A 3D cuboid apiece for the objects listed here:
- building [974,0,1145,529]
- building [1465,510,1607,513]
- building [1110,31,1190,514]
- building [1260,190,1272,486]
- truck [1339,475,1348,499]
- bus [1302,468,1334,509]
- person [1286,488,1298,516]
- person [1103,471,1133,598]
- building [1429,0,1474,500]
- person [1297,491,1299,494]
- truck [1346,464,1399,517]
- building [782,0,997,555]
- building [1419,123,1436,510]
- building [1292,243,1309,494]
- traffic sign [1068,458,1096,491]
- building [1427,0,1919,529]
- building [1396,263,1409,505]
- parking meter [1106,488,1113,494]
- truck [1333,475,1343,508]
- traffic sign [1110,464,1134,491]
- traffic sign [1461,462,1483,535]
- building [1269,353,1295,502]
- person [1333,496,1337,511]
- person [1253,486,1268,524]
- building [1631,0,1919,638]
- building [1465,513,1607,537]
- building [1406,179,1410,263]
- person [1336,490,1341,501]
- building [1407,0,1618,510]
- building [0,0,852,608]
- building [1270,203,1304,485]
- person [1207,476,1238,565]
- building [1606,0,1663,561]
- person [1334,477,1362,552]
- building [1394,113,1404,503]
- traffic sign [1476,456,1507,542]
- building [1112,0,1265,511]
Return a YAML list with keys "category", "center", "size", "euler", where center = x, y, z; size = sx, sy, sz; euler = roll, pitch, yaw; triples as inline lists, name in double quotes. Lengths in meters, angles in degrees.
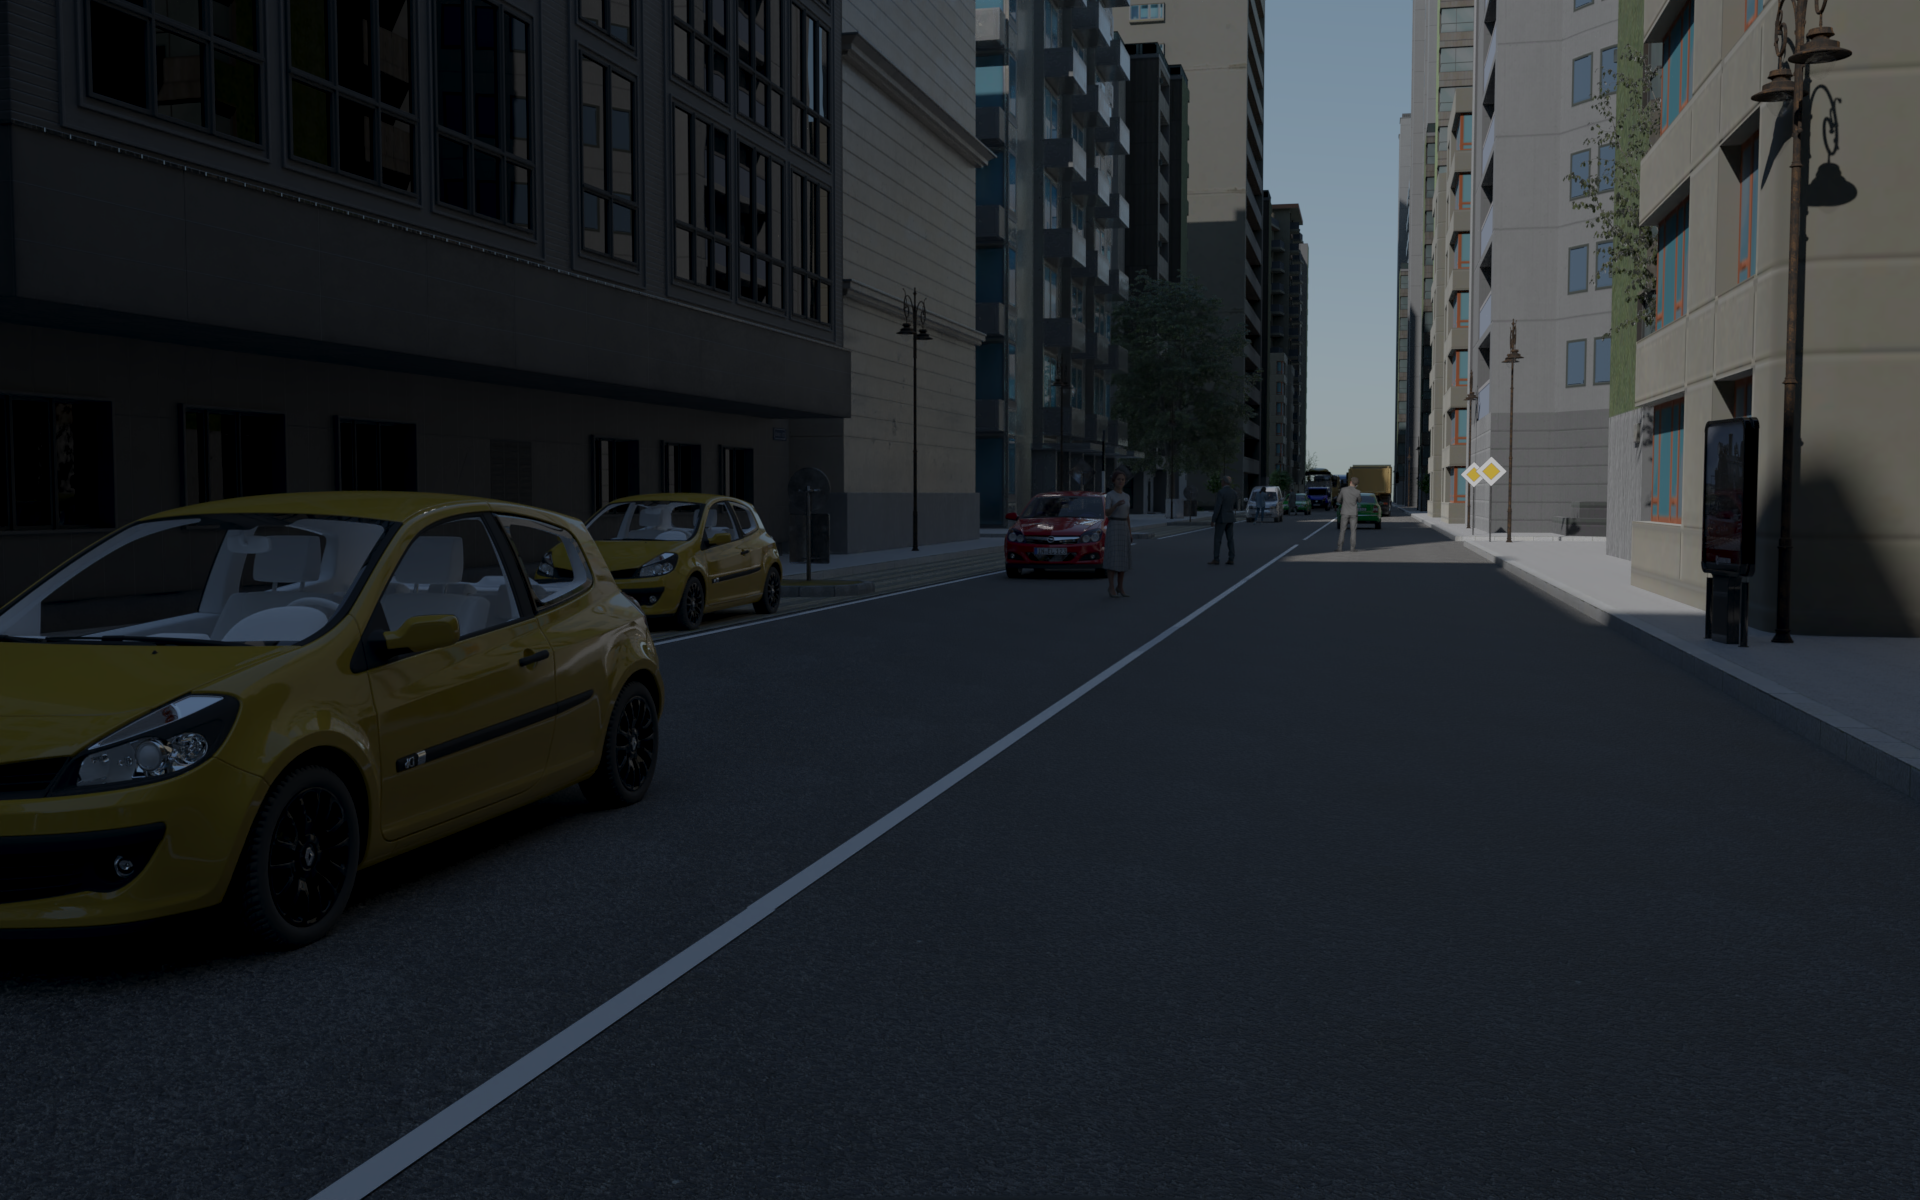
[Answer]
- category: "building"
  center: [-4.574, -27.980, 77.088]
  size: [23.786, 49.044, 30.456]
  euler: [1, 4, 13]
- category: "building"
  center: [52.264, -37.498, 155.098]
  size: [21.231, 58.520, 28.212]
  euler: [1, 4, 13]
- category: "building"
  center: [7.120, -20.867, 112.873]
  size: [14.160, 30.474, 14.107]
  euler: [1, 4, 13]
- category: "building"
  center: [21.083, -23.710, 159.360]
  size: [14.160, 30.474, 14.107]
  euler: [1, 4, 13]
- category: "truck"
  center: [53.614, -15.573, 244.374]
  size: [2.967, 4.110, 18.799]
  euler: [1, 4, 12]
- category: "bus"
  center: [34.478, -10.688, 166.291]
  size: [2.896, 3.916, 12.252]
  euler: [1, 4, 13]
- category: "person"
  center: [22.141, -6.539, 115.514]
  size: [0.694, 1.812, 0.767]
  euler: [-3, 4, -38]
- category: "person"
  center: [2.237, -0.914, 24.022]
  size: [0.480, 1.755, 0.524]
  euler: [-3, 4, -37]
- category: "building"
  center: [39.530, -26.572, 118.045]
  size: [14.154, 41.232, 14.086]
  euler: [1, 4, 13]
- category: "person"
  center: [37.632, -11.283, 192.991]
  size: [0.705, 1.823, 1.348]
  euler: [1, 4, 18]
- category: "truck"
  center: [26.627, -7.113, 112.218]
  size: [3.469, 3.379, 9.791]
  euler: [1, 4, 15]
- category: "building"
  center: [-11.699, -15.744, 44.802]
  size: [23.554, 28.519, 14.401]
  euler: [1, 4, 13]
- category: "building"
  center: [43.543, -22.300, 136.313]
  size: [14.160, 30.474, 14.107]
  euler: [1, 4, 13]
- category: "building"
  center: [48.001, -36.244, 276.184]
  size: [14.154, 41.232, 14.086]
  euler: [1, 4, 13]
- category: "traffic sign"
  center: [3.439, -2.765, 48.849]
  size: [0.795, 2.450, 0.064]
  euler: [1, 4, 13]
- category: "building"
  center: [37.878, -14.675, 84.972]
  size: [27.650, 21.520, 28.899]
  euler: [1, 4, 13]
- category: "building"
  center: [61.687, -27.137, 215.386]
  size: [14.160, 30.474, 14.107]
  euler: [1, 4, 13]
- category: "parking meter"
  center: [5.892, -3.625, 67.687]
  size: [0.372, 1.533, 0.369]
  euler: [0, 3, 0]
- category: "truck"
  center: [37.957, -11.214, 179.265]
  size: [3.469, 3.379, 9.791]
  euler: [1, 4, 13]
- category: "traffic sign"
  center: [5.285, -3.240, 56.618]
  size: [0.795, 2.450, 0.064]
  euler: [1, 4, 13]
- category: "traffic sign"
  center: [16.027, -3.083, 54.054]
  size: [0.795, 2.450, 0.064]
  euler: [1, 4, 13]
- category: "building"
  center: [29.470, -23.489, 229.080]
  size: [27.650, 21.520, 28.899]
  euler: [1, 4, 13]
- category: "person"
  center: [31.218, -8.050, 143.299]
  size: [0.628, 1.438, 0.799]
  euler: [1, 4, 17]
- category: "person"
  center: [14.182, -4.468, 81.822]
  size: [0.793, 1.790, 0.793]
  euler: [-1, 4, -8]
- category: "building"
  center: [19.574, -9.878, 6.551]
  size: [27.650, 21.520, 28.899]
  euler: [1, 4, 13]
- category: "building"
  center: [32.244, -31.496, 56.962]
  size: [28.212, 58.520, 21.231]
  euler: [1, 4, 13]
- category: "building"
  center: [72.268, -37.704, 236.067]
  size: [23.786, 49.044, 30.456]
  euler: [1, 4, 13]
- category: "person"
  center: [28.869, -7.458, 131.148]
  size: [0.721, 1.735, 1.217]
  euler: [-2, 4, -24]
- category: "building"
  center: [58.368, -39.226, 183.338]
  size: [21.231, 58.520, 28.212]
  euler: [1, 4, 13]
- category: "building"
  center: [-11.609, -14.144, 24.768]
  size: [14.314, 27.812, 24.014]
  euler: [1, 4, 13]
- category: "building"
  center: [39.003, -36.766, 255.742]
  size: [22.147, 44.769, 28.867]
  euler: [1, 4, 13]
- category: "person"
  center: [5.337, -1.627, 35.280]
  size: [0.661, 1.801, 0.590]
  euler: [-3, 4, -36]
- category: "building"
  center: [21.006, -16.178, 36.204]
  size: [14.160, 30.474, 14.107]
  euler: [1, 4, 13]
- category: "person"
  center: [9.656, -2.127, 43.077]
  size: [0.655, 1.846, 0.447]
  euler: [1, 4, 12]
- category: "building"
  center: [77.699, -44.243, 265.368]
  size: [21.231, 58.520, 28.212]
  euler: [1, 4, 13]
- category: "traffic sign"
  center: [14.180, -2.608, 46.284]
  size: [0.795, 2.450, 0.064]
  euler: [1, 4, 13]
- category: "building"
  center: [13.450, -31.719, 142.301]
  size: [21.300, 48.544, 21.600]
  euler: [1, 4, 13]
